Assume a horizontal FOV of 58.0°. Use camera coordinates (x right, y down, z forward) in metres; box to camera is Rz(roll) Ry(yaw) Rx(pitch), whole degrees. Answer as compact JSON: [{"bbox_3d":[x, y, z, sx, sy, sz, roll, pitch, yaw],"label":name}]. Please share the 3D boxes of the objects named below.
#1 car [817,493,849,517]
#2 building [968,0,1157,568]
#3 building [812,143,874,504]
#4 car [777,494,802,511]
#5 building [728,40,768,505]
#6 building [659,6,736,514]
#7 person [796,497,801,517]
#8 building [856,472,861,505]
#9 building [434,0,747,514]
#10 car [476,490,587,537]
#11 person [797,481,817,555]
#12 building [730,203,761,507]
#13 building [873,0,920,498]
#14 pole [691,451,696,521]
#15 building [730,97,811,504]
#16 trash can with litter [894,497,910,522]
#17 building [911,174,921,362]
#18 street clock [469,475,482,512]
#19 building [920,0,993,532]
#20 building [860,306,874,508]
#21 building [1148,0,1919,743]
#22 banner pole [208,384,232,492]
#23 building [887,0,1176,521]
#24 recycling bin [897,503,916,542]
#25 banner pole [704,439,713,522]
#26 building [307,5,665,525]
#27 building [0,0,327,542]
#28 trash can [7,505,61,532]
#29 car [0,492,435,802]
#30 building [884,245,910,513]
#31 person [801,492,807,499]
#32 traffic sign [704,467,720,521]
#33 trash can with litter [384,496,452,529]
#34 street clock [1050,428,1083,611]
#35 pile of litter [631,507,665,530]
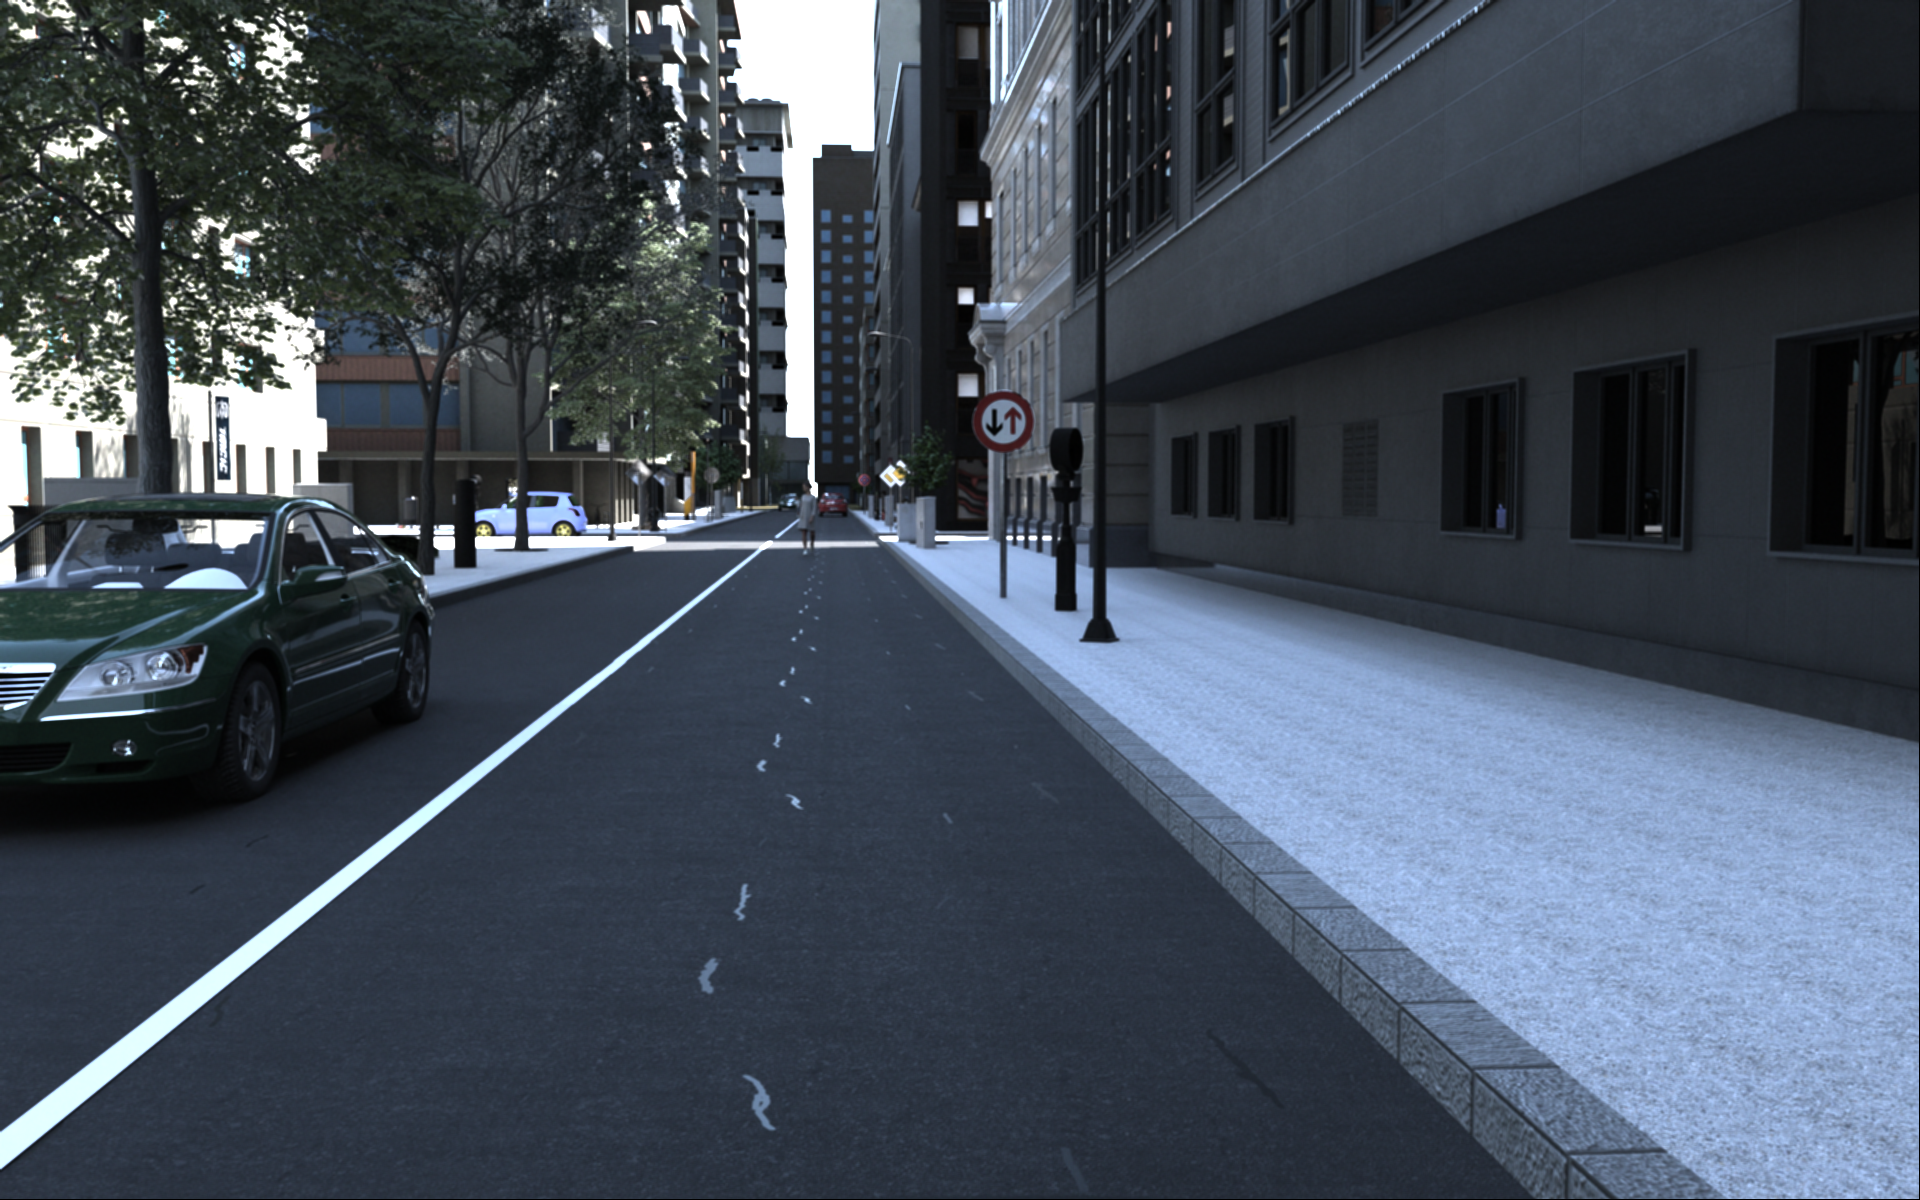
[{"bbox_3d":[-8.153,-6.227,110.853,2.155,1.783,4.494,0,4,-6],"label":"car"},{"bbox_3d":[7.728,-15.506,39.429,13.634,28.700,20.117,0,4,-4],"label":"building"},{"bbox_3d":[-11.920,-35.141,224.670,14.200,45.320,14.600,0,4,-4],"label":"building"},{"bbox_3d":[-14.548,-8.301,147.511,2.131,1.459,4.920,0,4,-5],"label":"car"},{"bbox_3d":[-37.687,-53.855,193.205,31.000,86.520,22.319,0,4,-4],"label":"building"},{"bbox_3d":[-31.832,-25.984,116.719,32.217,40.220,23.993,0,4,-4],"label":"building"},{"bbox_3d":[-10.075,-5.798,107.989,0.352,1.250,0.332,-1,4,-12],"label":"person"},{"bbox_3d":[-1.539,-46.447,197.665,20.563,71.187,20.611,0,4,-4],"label":"building"},{"bbox_3d":[-29.611,-30.053,145.985,22.147,44.769,28.867,0,4,-4],"label":"building"},{"bbox_3d":[-13.323,-2.659,53.059,3.694,1.707,1.945,0,4,-4],"label":"car"},{"bbox_3d":[-3.624,-1.953,41.178,0.466,1.731,0.760,0,4,-1],"label":"person"},{"bbox_3d":[-26.833,-24.247,168.134,14.160,30.474,14.107,0,4,-4],"label":"building"},{"bbox_3d":[3.516,-32.080,148.202,21.300,48.544,21.600,0,4,-4],"label":"building"},{"bbox_3d":[-12.763,-5.448,82.923,0.158,3.312,0.155,0,3,0],"label":"pole"},{"bbox_3d":[-33.808,-39.188,229.959,27.495,52.752,28.713,0,4,-4],"label":"building"},{"bbox_3d":[-2.705,-4.095,78.346,1.055,1.170,0.624,2,4,25],"label":"trash can with litter"},{"bbox_3d":[3.431,-13.287,81.862,10.561,19.102,19.286,0,4,-4],"label":"building"},{"bbox_3d":[-18.440,-3.756,65.979,0.471,2.002,0.358,3,4,36],"label":"street clock"},{"bbox_3d":[6.737,-14.403,65.169,15.834,23.373,12.332,0,4,-4],"label":"building"},{"bbox_3d":[4.019,-20.141,174.336,27.650,21.520,28.899,0,4,-4],"label":"building"},{"bbox_3d":[9.581,-13.700,17.509,14.314,27.812,24.014,0,4,-4],"label":"building"},{"bbox_3d":[-16.618,-2.986,38.830,0.401,3.779,0.863,1,4,17],"label":"banner pole"},{"bbox_3d":[3.206,-18.945,103.250,14.314,27.812,24.014,0,4,-4],"label":"building"},{"bbox_3d":[-1.338,-2.099,46.876,0.722,1.027,0.722,0,4,-5],"label":"recycling bin"},{"bbox_3d":[-11.593,-5.484,79.673,0.401,3.779,0.863,0,4,-5],"label":"banner pole"},{"bbox_3d":[-24.842,-26.178,82.638,22.147,44.769,28.867,0,4,-4],"label":"building"},{"bbox_3d":[-31.358,-11.546,33.816,28.899,21.520,27.650,0,4,-4],"label":"building"},{"bbox_3d":[-11.819,-0.650,22.278,0.748,1.137,0.748,0,3,0],"label":"trash can"},{"bbox_3d":[-4.268,0.138,9.543,2.131,1.459,4.920,0,4,-3],"label":"car"},{"bbox_3d":[-0.305,-16.867,124.926,9.793,20.994,18.267,0,4,-4],"label":"building"},{"bbox_3d":[-14.827,-9.714,167.847,1.217,1.766,0.721,0,4,-1],"label":"person"},{"bbox_3d":[-11.733,-4.998,81.829,0.768,2.556,0.104,0,4,3],"label":"traffic sign"},{"bbox_3d":[-19.786,-3.202,63.418,2.233,1.210,1.678,0,4,7],"label":"trash can with litter"},{"bbox_3d":[1.166,-0.883,19.014,0.358,2.002,0.471,2,4,24],"label":"street clock"},{"bbox_3d":[-11.158,-2.925,61.794,1.176,0.858,1.719,-1,4,-15],"label":"pile of litter"}]
